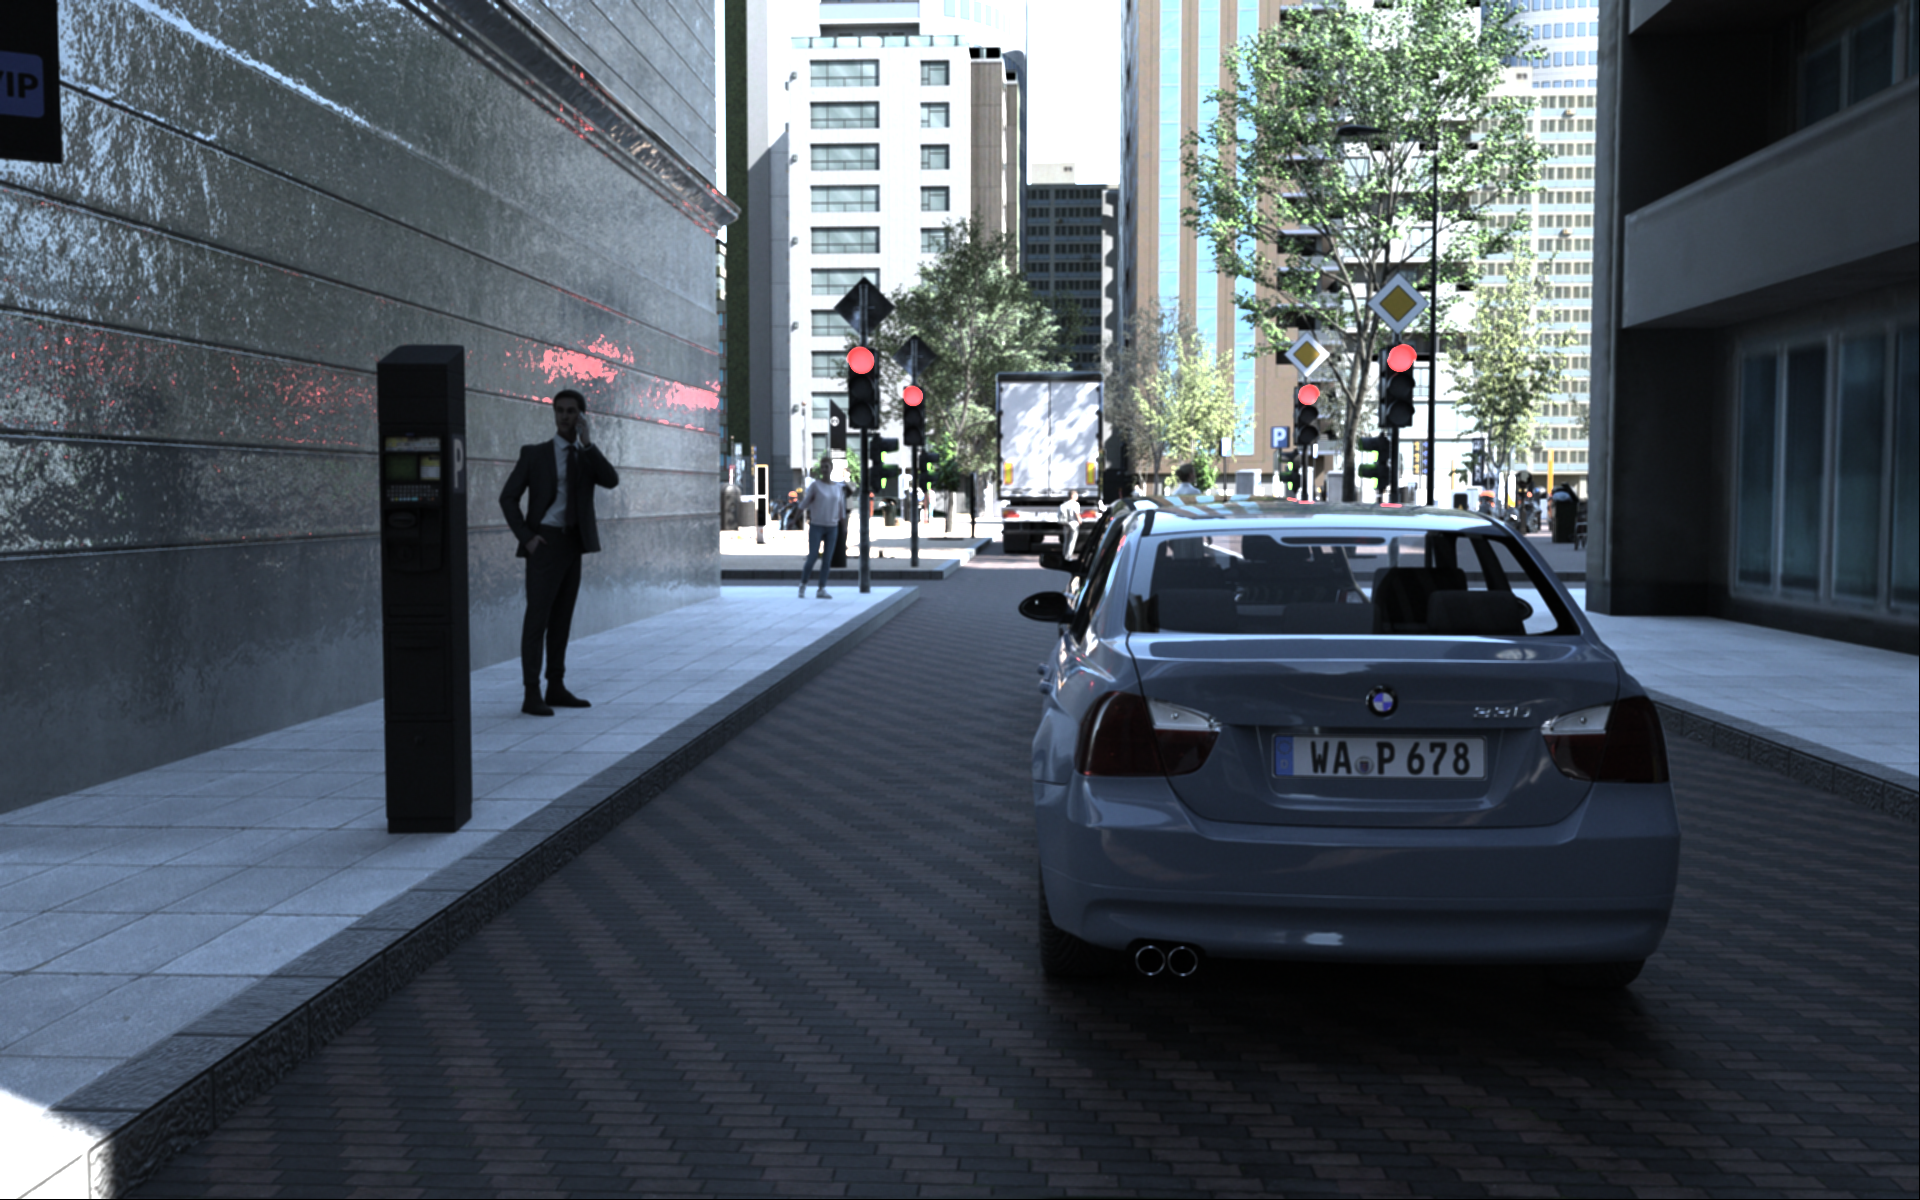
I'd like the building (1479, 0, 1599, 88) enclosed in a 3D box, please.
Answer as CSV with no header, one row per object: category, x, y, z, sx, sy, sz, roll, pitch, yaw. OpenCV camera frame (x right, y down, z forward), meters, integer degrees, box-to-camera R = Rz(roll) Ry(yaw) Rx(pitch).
building,67.922,-39.953,195.225,28.212,58.520,21.231,0,4,3

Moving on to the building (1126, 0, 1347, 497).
building,19.408,-29.039,124.906,14.600,45.320,14.200,0,4,3

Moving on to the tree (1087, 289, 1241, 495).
tree,11.886,-11.845,104.027,12.009,13.543,11.850,0,3,0

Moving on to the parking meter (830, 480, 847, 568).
parking meter,-2.167,-1.335,30.242,0.372,1.533,0.369,0,3,0

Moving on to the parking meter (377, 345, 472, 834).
parking meter,-2.046,-0.057,6.636,0.255,1.863,0.399,0,4,-4

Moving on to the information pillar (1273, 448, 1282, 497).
information pillar,15.729,-5.759,85.517,0.183,3.616,0.504,-1,4,-10

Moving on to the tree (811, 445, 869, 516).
tree,-7.218,-7.310,103.237,4.285,4.588,4.351,0,3,0

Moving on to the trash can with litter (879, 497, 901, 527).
trash can with litter,-2.698,-3.429,67.453,0.624,1.170,1.055,1,4,19

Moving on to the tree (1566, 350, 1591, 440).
tree,30.360,-7.959,80.484,4.360,8.622,3.978,0,3,0

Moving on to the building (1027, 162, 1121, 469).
building,10.944,-31.397,205.215,23.993,40.220,32.217,0,4,3

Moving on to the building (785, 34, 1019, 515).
building,-3.321,-20.879,113.070,14.160,30.474,14.107,0,4,3

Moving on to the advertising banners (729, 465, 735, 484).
advertising banners,-13.886,-6.476,102.065,0.090,3.025,2.074,2,4,30

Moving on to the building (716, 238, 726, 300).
building,-32.626,-26.025,197.209,14.107,30.474,14.160,0,4,3

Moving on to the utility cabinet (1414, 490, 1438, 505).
utility cabinet,23.503,-4.813,87.364,1.173,1.500,0.318,-1,4,-16

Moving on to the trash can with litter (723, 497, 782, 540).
trash can with litter,-5.591,-2.306,48.760,2.233,1.210,1.678,-1,4,-12

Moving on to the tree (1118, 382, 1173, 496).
tree,12.275,-10.028,114.322,4.360,8.622,3.978,0,3,0

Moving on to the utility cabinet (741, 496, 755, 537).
utility cabinet,-6.323,-2.539,52.677,0.306,1.237,1.020,1,4,17

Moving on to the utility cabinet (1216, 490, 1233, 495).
utility cabinet,15.331,-5.611,100.421,1.173,1.500,0.318,-3,5,-43

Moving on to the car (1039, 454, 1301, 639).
car,1.515,-0.075,11.006,2.009,1.686,4.222,0,4,2

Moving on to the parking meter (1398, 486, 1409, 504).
parking meter,14.198,-2.881,55.521,0.372,1.533,0.369,0,3,0

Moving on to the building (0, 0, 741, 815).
building,-24.846,-14.546,14.236,44.131,29.872,17.030,0,4,3

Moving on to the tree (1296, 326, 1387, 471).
tree,16.068,-7.430,71.840,4.360,8.622,3.978,0,3,0

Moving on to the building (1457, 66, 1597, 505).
building,49.835,-28.850,163.573,23.993,40.220,32.217,0,4,3

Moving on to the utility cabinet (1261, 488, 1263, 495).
utility cabinet,10.409,-3.212,61.189,0.318,1.500,1.173,2,4,27

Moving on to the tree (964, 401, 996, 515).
tree,1.702,-9.383,103.782,4.360,8.622,3.978,0,3,0

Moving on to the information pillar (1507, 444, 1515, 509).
information pillar,25.863,-5.496,81.218,0.504,3.616,0.183,-3,5,-43

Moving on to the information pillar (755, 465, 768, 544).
information pillar,-5.088,-2.437,44.343,0.304,2.012,0.304,-1,4,-12

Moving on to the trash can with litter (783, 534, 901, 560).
trash can with litter,-2.193,-1.444,34.665,2.233,1.210,1.678,-1,4,-20

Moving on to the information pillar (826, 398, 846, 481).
information pillar,-3.015,-3.125,42.449,0.504,3.616,0.183,-3,4,-36

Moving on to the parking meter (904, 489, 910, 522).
parking meter,-2.405,-4.370,79.862,0.372,1.533,0.369,0,3,0

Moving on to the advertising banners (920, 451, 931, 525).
advertising banners,-1.451,-4.648,72.182,0.090,3.025,2.074,1,4,9

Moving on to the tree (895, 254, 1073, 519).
tree,1.158,-11.252,90.632,9.857,13.997,8.962,0,3,0

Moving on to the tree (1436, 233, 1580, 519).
tree,15.607,-6.092,49.965,4.737,8.622,4.395,0,3,0

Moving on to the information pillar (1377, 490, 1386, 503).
information pillar,16.223,-3.804,66.685,0.304,2.012,0.304,2,4,28

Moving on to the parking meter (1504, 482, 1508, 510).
parking meter,26.488,-4.765,83.620,0.399,1.863,0.255,-1,4,-13

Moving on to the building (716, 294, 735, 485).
building,-8.204,-19.745,167.873,28.899,21.520,27.650,0,4,3

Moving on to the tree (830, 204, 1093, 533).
tree,-0.213,-7.459,56.366,8.767,10.594,7.601,-2,4,-32

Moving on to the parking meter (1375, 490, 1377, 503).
parking meter,20.999,-4.794,86.789,0.372,1.533,0.369,0,3,0

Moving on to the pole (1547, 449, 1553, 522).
pole,27.109,-5.242,79.549,0.158,3.312,0.155,0,3,0

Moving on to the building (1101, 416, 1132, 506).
building,24.216,-44.684,168.837,20.563,71.187,20.611,0,4,3

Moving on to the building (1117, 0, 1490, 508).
building,27.197,-33.997,145.088,28.713,52.752,27.495,0,4,3

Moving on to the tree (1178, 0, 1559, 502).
tree,7.955,-6.652,34.520,9.928,11.665,9.643,0,3,0

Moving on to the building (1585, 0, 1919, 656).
building,16.941,-23.416,6.550,21.300,48.544,21.600,0,4,3

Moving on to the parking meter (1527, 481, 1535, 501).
parking meter,25.211,-4.329,76.487,0.255,1.863,0.399,2,4,30

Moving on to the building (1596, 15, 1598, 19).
building,75.609,-35.093,163.014,27.495,52.752,28.713,0,4,3

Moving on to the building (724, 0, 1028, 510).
building,-5.489,-36.194,133.771,21.231,58.520,28.212,0,4,3

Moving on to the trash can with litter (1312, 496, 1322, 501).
trash can with litter,12.774,-3.042,60.797,2.233,1.210,1.678,3,4,36

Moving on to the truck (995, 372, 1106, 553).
truck,2.448,-3.449,45.306,2.839,4.237,11.283,0,4,4

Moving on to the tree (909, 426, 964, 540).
tree,-0.354,-3.316,48.820,1.663,3.219,1.824,0,3,0

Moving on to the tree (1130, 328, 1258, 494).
tree,9.963,-7.722,76.613,4.737,8.622,4.395,0,3,0

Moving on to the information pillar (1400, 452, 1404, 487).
information pillar,24.888,-6.501,97.645,0.183,3.616,0.504,2,4,31

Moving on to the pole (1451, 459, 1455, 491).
pole,28.775,-6.561,101.118,0.158,3.312,0.155,0,3,0

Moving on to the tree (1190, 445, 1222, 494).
tree,9.415,-4.512,68.374,1.663,3.219,1.824,0,3,0
